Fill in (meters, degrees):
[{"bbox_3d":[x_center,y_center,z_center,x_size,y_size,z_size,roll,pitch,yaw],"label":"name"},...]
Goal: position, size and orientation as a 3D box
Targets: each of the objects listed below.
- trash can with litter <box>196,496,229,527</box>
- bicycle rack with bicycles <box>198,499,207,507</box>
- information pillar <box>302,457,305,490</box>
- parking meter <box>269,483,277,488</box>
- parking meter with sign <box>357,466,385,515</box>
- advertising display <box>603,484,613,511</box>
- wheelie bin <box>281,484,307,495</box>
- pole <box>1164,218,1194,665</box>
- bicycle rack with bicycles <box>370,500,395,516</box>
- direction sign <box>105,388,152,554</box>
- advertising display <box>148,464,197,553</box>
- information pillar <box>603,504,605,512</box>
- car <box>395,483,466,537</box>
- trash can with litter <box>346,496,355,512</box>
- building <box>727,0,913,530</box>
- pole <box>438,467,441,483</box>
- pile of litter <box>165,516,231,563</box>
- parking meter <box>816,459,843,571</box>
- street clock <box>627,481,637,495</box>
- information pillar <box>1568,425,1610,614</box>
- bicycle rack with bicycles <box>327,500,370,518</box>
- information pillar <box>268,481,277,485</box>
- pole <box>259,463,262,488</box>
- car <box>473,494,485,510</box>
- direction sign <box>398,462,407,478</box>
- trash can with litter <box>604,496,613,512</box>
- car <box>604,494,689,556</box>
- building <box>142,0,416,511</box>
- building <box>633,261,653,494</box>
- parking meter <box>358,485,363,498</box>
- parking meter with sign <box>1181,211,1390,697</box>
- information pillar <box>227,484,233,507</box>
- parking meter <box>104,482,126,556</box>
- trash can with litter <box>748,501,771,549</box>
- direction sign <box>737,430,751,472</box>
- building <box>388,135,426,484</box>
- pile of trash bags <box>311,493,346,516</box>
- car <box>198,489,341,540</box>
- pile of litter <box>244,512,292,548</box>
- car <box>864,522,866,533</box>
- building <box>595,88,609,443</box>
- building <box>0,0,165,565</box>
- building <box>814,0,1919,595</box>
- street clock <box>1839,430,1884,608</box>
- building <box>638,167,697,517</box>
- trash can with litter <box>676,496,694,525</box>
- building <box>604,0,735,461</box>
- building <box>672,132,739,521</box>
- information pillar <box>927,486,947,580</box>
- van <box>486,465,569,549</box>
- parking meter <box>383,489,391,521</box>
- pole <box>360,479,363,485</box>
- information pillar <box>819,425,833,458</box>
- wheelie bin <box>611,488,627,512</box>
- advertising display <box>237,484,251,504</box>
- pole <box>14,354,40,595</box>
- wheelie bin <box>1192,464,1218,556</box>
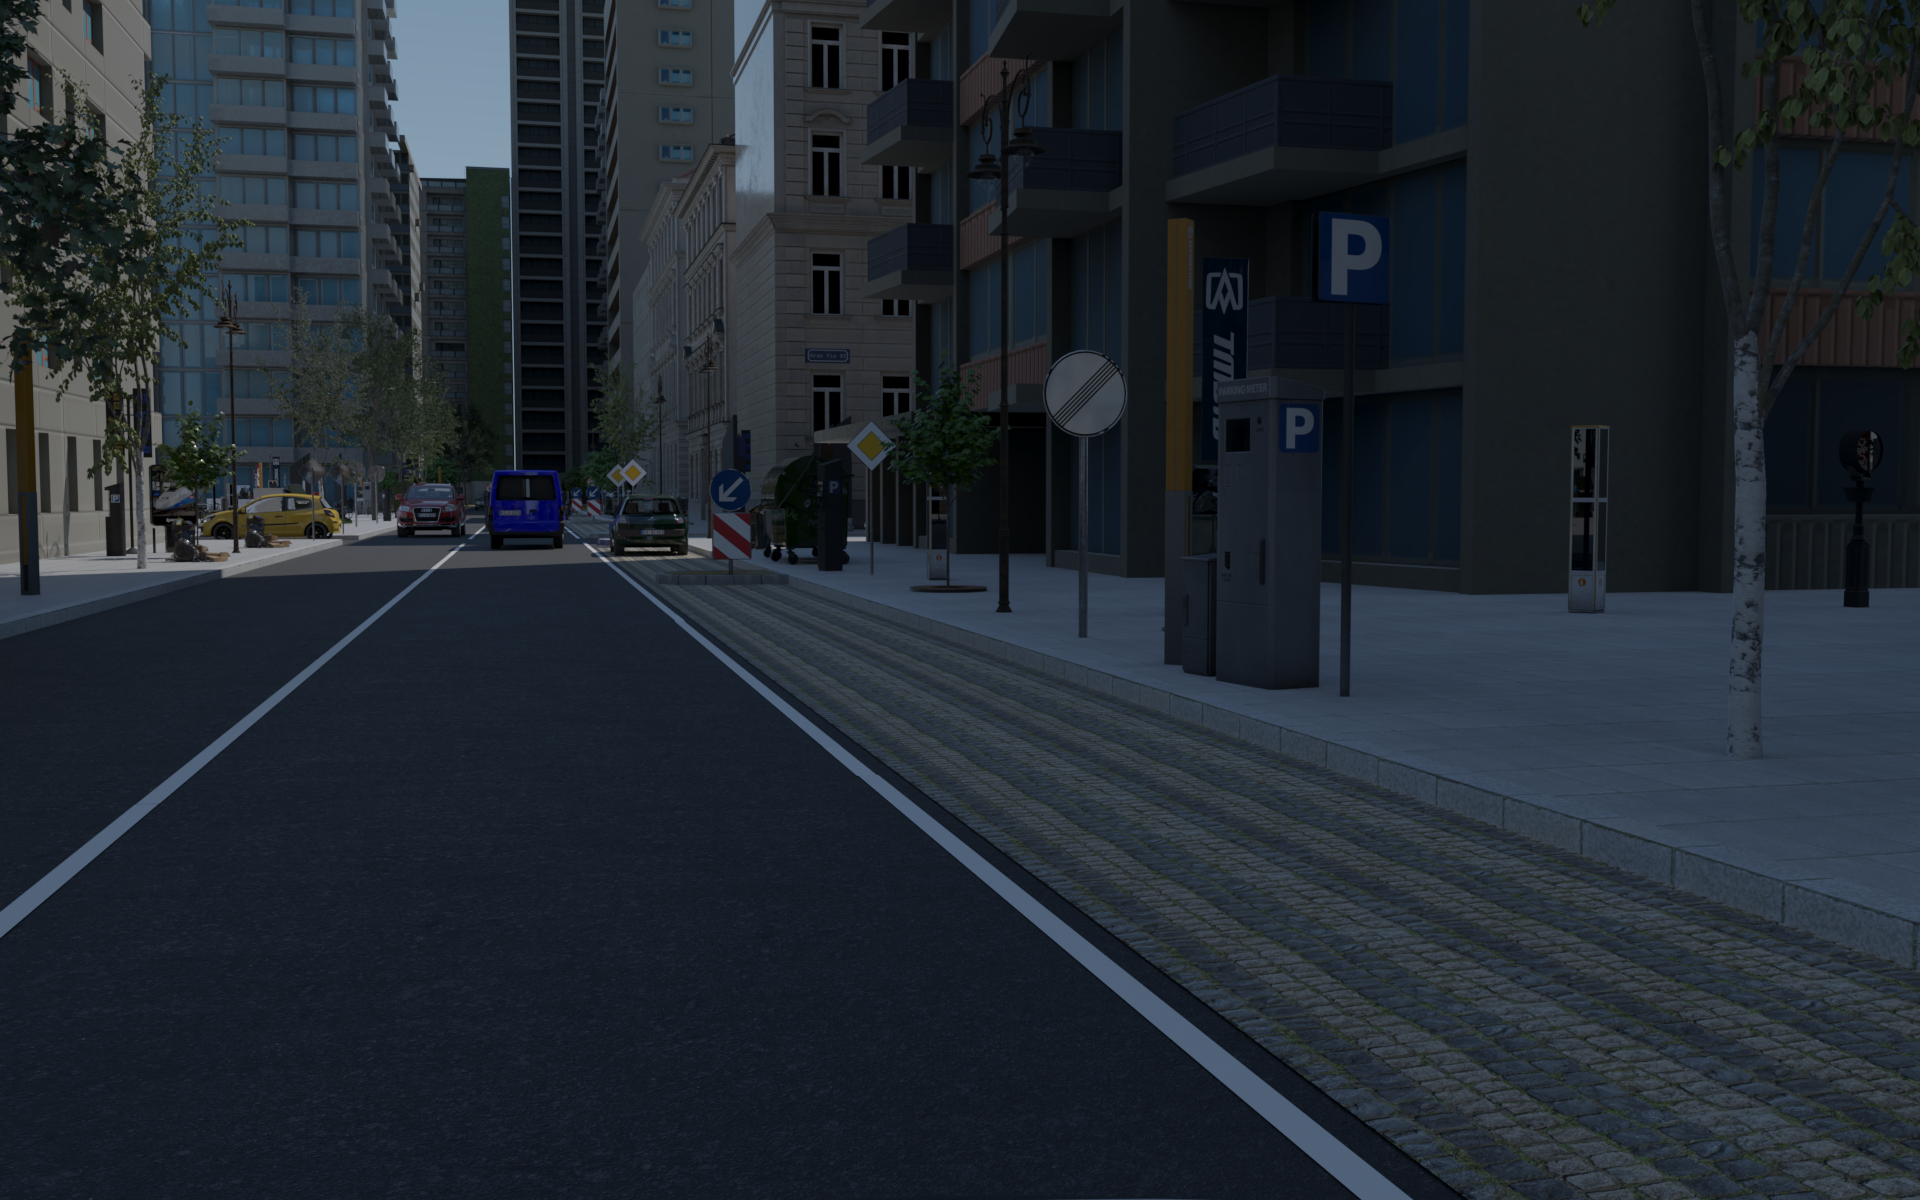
[{"bbox_3d":[-29.885,-3.452,67.495,1.678,1.210,2.233,2,4,30],"label":"trash can with litter"},{"bbox_3d":[-51.629,-6.263,115.777,2.852,0.926,2.925,2,4,28],"label":"bicycle rack with bicycles"},{"bbox_3d":[-41.010,-7.150,108.260,0.183,3.616,0.504,-2,4,-27],"label":"information pillar"},{"bbox_3d":[-36.491,-5.279,92.023,0.399,1.863,0.255,2,4,32],"label":"parking meter"},{"bbox_3d":[-36.721,-6.820,107.767,1.738,3.016,0.543,0,4,5],"label":"parking meter with sign"},{"bbox_3d":[-21.896,-6.325,108.624,0.974,1.923,0.123,1,4,13],"label":"advertising display"},{"bbox_3d":[-20.943,-2.846,54.438,0.693,1.594,0.980,1,4,20],"label":"wheelie bin"},{"bbox_3d":[1.643,-1.170,12.971,0.158,3.312,0.155,0,3,0],"label":"pole"},{"bbox_3d":[-33.799,-5.358,100.980,2.925,0.926,2.852,3,5,44],"label":"bicycle rack with bicycles"},{"bbox_3d":[-17.744,-2.755,37.036,0.876,3.537,0.379,-1,4,-20],"label":"direction sign"},{"bbox_3d":[-17.235,-2.002,37.953,0.974,1.923,0.123,-3,5,-45],"label":"advertising display"},{"bbox_3d":[-25.898,-7.472,126.660,0.304,2.012,0.304,-3,4,-37],"label":"information pillar"},{"bbox_3d":[-18.040,-3.092,59.220,2.281,1.827,5.304,-1,4,-13],"label":"car"},{"bbox_3d":[-42.649,-6.746,121.687,1.055,1.170,0.624,-1,4,-22],"label":"trash can with litter"},{"bbox_3d":[3.773,-16.645,69.404,25.104,27.353,12.463,-1,4,-14],"label":"building"},{"bbox_3d":[-38.560,-8.230,128.404,0.158,3.312,0.155,0,3,0],"label":"pole"},{"bbox_3d":[-14.609,-1.175,33.171,1.176,0.858,1.719,-1,4,-20],"label":"pile of litter"},{"bbox_3d":[-2.175,-1.416,28.858,0.399,1.863,0.255,-2,4,-33],"label":"parking meter"},{"bbox_3d":[-15.658,-4.779,82.706,0.471,2.002,0.358,-1,4,-14],"label":"street clock"},{"bbox_3d":[6.782,-0.868,18.689,0.304,2.012,0.304,3,5,41],"label":"information pillar"},{"bbox_3d":[-30.763,-4.313,83.894,2.925,0.926,2.852,1,4,9],"label":"bicycle rack with bicycles"},{"bbox_3d":[-37.614,-5.524,94.807,0.304,2.012,0.304,1,4,19],"label":"information pillar"},{"bbox_3d":[-45.144,-7.217,111.841,0.158,3.312,0.155,0,3,0],"label":"pole"},{"bbox_3d":[-42.559,-8.781,155.359,2.131,1.459,4.920,-1,4,-15],"label":"car"},{"bbox_3d":[-39.933,-8.079,124.087,0.876,3.537,0.379,2,4,34],"label":"direction sign"},{"bbox_3d":[-21.467,-5.825,106.624,0.624,1.170,1.055,-3,5,-43],"label":"trash can with litter"},{"bbox_3d":[-7.484,-1.938,41.481,2.009,1.686,4.222,-1,4,-13],"label":"car"},{"bbox_3d":[-56.855,-31.729,138.378,23.786,49.044,30.456,-1,4,-14],"label":"building"},{"bbox_3d":[-17.608,-16.481,124.224,10.420,20.320,16.860,-1,4,-14],"label":"building"},{"bbox_3d":[-39.286,-6.595,113.541,0.255,1.863,0.399,0,4,-5],"label":"parking meter"},{"bbox_3d":[2.090,-0.941,11.638,0.543,3.016,1.738,-2,4,-25],"label":"parking meter with sign"},{"bbox_3d":[-51.493,-7.198,122.173,0.304,2.012,0.304,2,4,35],"label":"information pillar"},{"bbox_3d":[-17.444,-1.673,35.764,0.372,1.533,0.369,0,3,0],"label":"parking meter"},{"bbox_3d":[-4.883,-1.774,40.400,1.055,1.170,0.624,1,4,15],"label":"trash can with litter"},{"bbox_3d":[-7.783,-4.225,61.077,0.876,3.537,0.379,-2,4,-30],"label":"direction sign"},{"bbox_3d":[-68.252,-29.818,179.403,23.993,40.220,32.217,-1,4,-14],"label":"building"},{"bbox_3d":[-35.250,-5.150,93.950,1.912,1.369,3.447,3,5,39],"label":"pile of trash bags"},{"bbox_3d":[-20.671,-2.550,51.922,3.980,1.641,2.015,-1,4,-13],"label":"car"},{"bbox_3d":[-16.706,-1.698,41.731,1.176,0.858,1.719,0,4,-8],"label":"pile of litter"},{"bbox_3d":[-0.713,-2.690,56.338,4.827,1.381,2.083,-1,4,-14],"label":"car"},{"bbox_3d":[-28.074,-34.865,189.643,23.786,49.044,30.456,-1,4,-14],"label":"building"},{"bbox_3d":[-31.642,-11.201,28.172,28.899,21.520,27.650,-1,4,-14],"label":"building"},{"bbox_3d":[9.849,-23.294,35.475,22.147,44.769,28.867,-1,4,-14],"label":"building"},{"bbox_3d":[10.172,-0.919,19.597,0.471,2.002,0.358,-2,4,-27],"label":"street clock"},{"bbox_3d":[-13.007,-16.479,105.587,11.583,22.565,21.152,-1,4,-14],"label":"building"},{"bbox_3d":[-12.056,-3.765,72.615,2.233,1.210,1.678,-2,4,-31],"label":"trash can with litter"},{"bbox_3d":[-19.369,-32.222,150.536,21.300,48.544,21.600,-1,4,-14],"label":"building"},{"bbox_3d":[-7.953,-13.487,85.140,10.561,19.102,19.286,-1,4,-14],"label":"building"},{"bbox_3d":[-0.330,-1.304,25.811,0.304,2.012,0.304,-1,4,-9],"label":"information pillar"},{"bbox_3d":[-11.741,-2.605,46.976,2.240,2.365,5.245,-1,4,-13],"label":"van"},{"bbox_3d":[-27.088,-4.493,81.869,0.372,1.533,0.369,0,3,0],"label":"parking meter"},{"bbox_3d":[-39.927,-7.441,115.501,0.158,3.312,0.155,0,3,0],"label":"pole"},{"bbox_3d":[-4.488,-4.100,58.391,0.504,3.616,0.183,-1,4,-22],"label":"information pillar"},{"bbox_3d":[-18.094,-5.154,92.170,0.980,1.594,0.693,2,4,24],"label":"wheelie bin"},{"bbox_3d":[-48.134,-6.794,116.296,0.974,1.923,0.123,-3,5,-39],"label":"advertising display"},{"bbox_3d":[-11.818,-1.717,21.922,0.158,3.312,0.155,0,3,0],"label":"pole"},{"bbox_3d":[2.648,-0.640,18.365,0.693,1.594,0.980,3,5,43],"label":"wheelie bin"}]
